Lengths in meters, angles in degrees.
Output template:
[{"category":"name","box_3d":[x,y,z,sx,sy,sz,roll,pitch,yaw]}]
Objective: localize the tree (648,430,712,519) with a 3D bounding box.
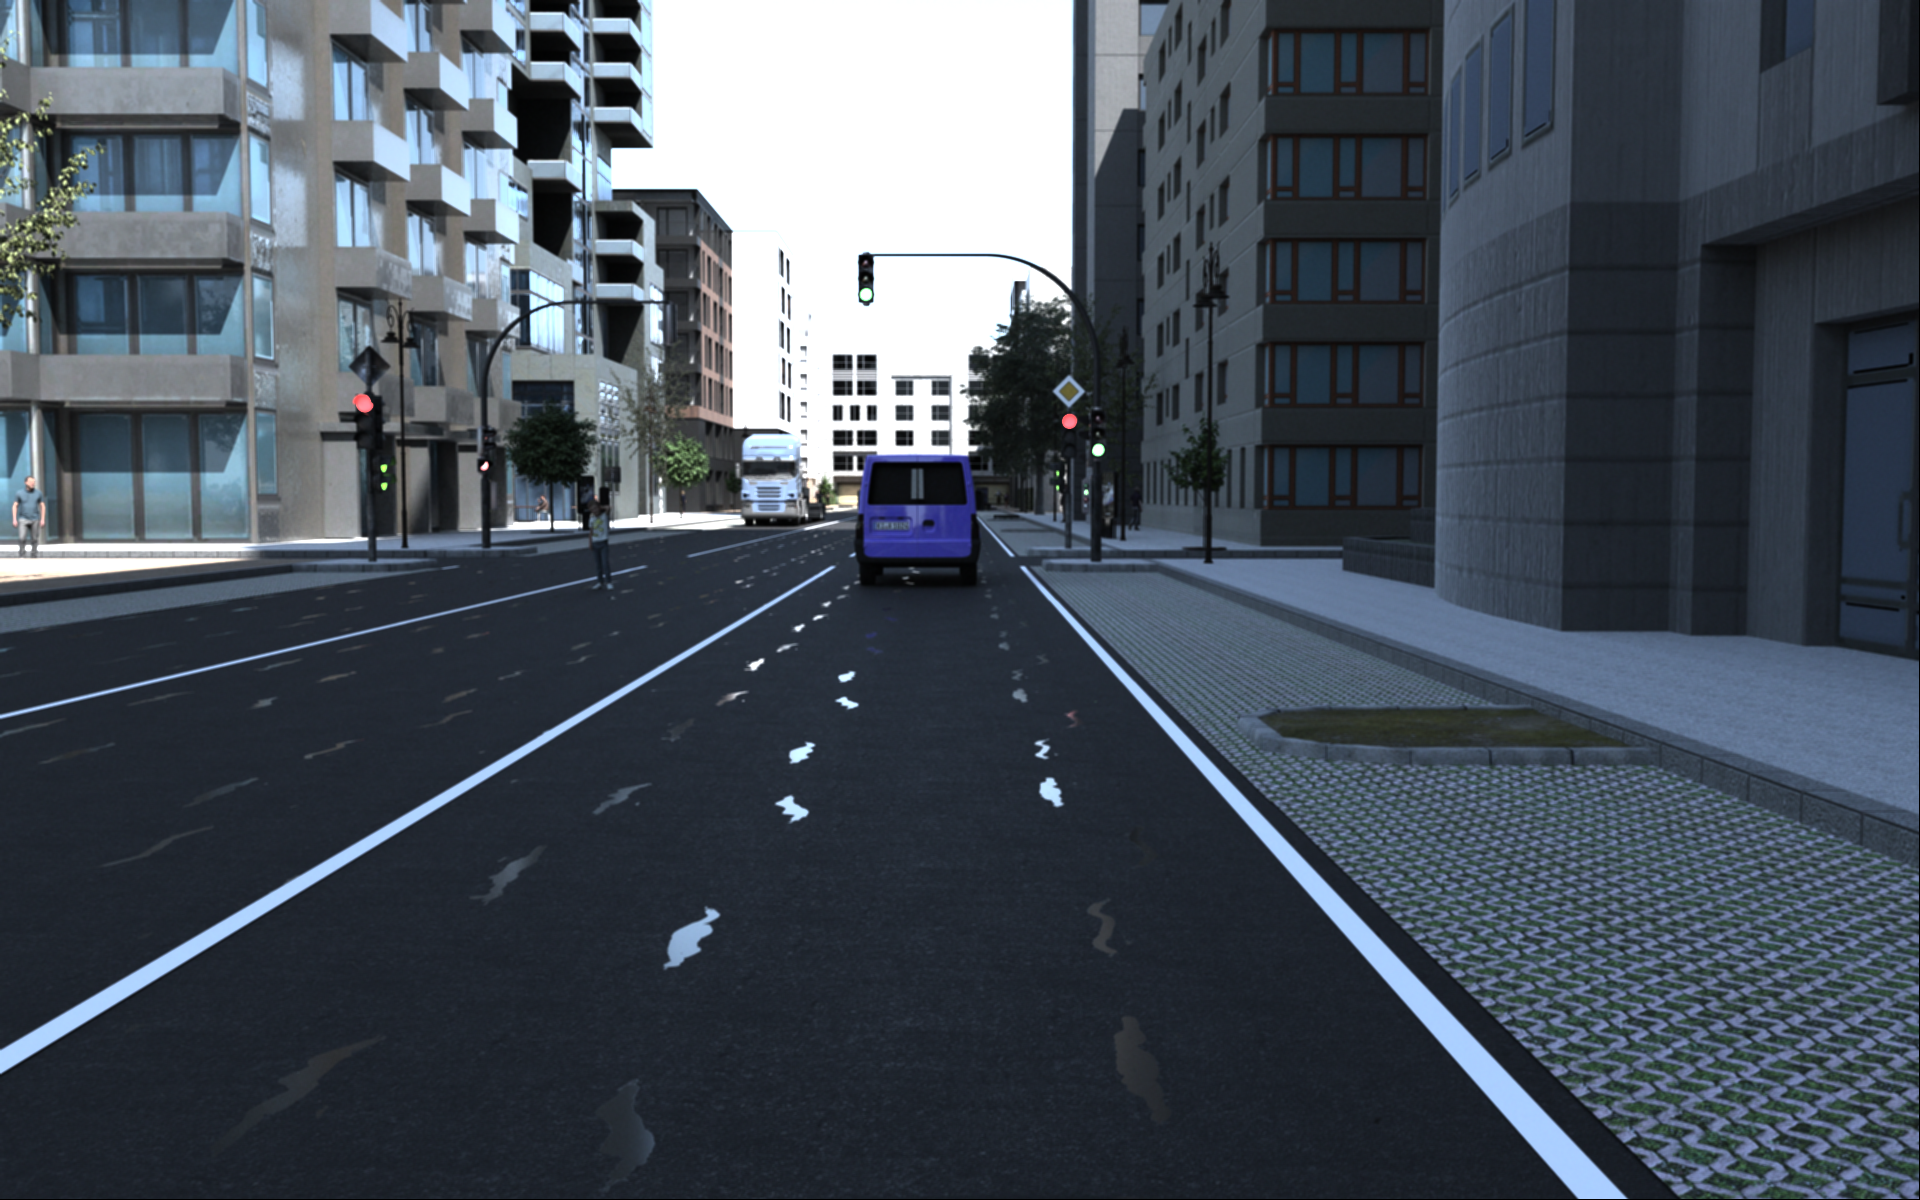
[{"category":"tree","box_3d":[-14.396,-6.452,89.207,4.285,4.588,4.351,0,3,0]}]

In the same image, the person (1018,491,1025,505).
[{"category":"person","box_3d":[4.787,-7.822,134.379,0.568,1.767,0.683,0,4,-5]}]

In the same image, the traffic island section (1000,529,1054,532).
[{"category":"traffic island section","box_3d":[2.520,-2.613,65.594,1.991,0.108,1.994,0,4,0]}]

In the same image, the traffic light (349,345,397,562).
[{"category":"traffic light","box_3d":[-11.142,-2.683,32.782,0.839,4.253,0.868,0,4,0]}]

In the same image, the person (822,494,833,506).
[{"category":"person","box_3d":[-13.697,-10.600,179.360,1.348,1.823,0.705,2,4,24]}]

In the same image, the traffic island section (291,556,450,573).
[{"category":"traffic island section","box_3d":[-11.182,-0.651,32.917,2.009,0.180,2.903,0,4,0]}]

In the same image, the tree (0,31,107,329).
[{"category":"tree","box_3d":[-13.848,-4.421,22.648,4.737,8.622,4.395,0,3,0]}]

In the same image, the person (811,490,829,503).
[{"category":"person","box_3d":[-9.702,-6.774,119.975,1.217,1.735,0.721,0,4,4]}]

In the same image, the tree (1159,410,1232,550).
[{"category":"tree","box_3d":[5.684,-2.779,40.033,1.663,3.219,1.824,0,3,0]}]

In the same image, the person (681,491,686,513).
[{"category":"person","box_3d":[-18.442,-6.509,115.003,0.613,1.512,0.480,3,5,44]}]

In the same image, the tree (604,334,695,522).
[{"category":"tree","box_3d":[-13.805,-7.836,78.476,4.360,8.622,3.978,0,3,0]}]

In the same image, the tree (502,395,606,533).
[{"category":"tree","box_3d":[-13.464,-4.508,57.427,4.285,4.588,4.351,0,3,0]}]

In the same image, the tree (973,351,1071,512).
[{"category":"tree","box_3d":[4.526,-12.033,122.494,9.928,11.665,9.643,0,3,0]}]

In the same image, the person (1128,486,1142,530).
[{"category":"person","box_3d":[6.165,-3.240,61.225,0.471,1.553,0.569,0,4,-6]}]

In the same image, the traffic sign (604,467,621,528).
[{"category":"traffic sign","box_3d":[-13.015,-3.840,64.919,0.606,2.300,0.079,0,4,2]}]

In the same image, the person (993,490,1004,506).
[{"category":"person","box_3d":[4.189,-10.977,186.240,1.217,1.736,0.721,-1,4,-9]}]

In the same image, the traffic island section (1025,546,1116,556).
[{"category":"traffic island section","box_3d":[2.580,-1.141,40.929,2.009,0.180,2.903,0,4,0]}]

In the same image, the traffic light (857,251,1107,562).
[{"category":"traffic light","box_3d":[0.467,-3.548,32.684,4.771,5.953,1.251,0,4,0]}]

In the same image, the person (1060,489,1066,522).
[{"category":"person","box_3d":[4.768,-4.406,78.639,0.434,1.755,0.990,2,4,34]}]

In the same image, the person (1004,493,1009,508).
[{"category":"person","box_3d":[4.387,-9.377,162.587,0.421,1.427,0.697,-1,4,-9]}]

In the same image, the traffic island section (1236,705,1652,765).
[{"category":"traffic island section","box_3d":[2.663,0.782,10.081,1.991,0.108,1.994,0,4,0]}]

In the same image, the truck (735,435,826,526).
[{"category":"truck","box_3d":[-8.408,-5.775,84.184,2.967,4.110,18.799,0,4,0]}]

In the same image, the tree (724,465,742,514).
[{"category":"tree","box_3d":[-14.690,-7.289,113.775,1.663,3.219,1.824,0,3,0]}]

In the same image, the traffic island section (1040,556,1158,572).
[{"category":"traffic island section","box_3d":[2.599,-0.652,32.944,2.009,0.180,2.903,0,4,0]}]

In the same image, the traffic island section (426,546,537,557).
[{"category":"traffic island section","box_3d":[-11.201,-1.139,40.902,2.009,0.180,2.903,0,4,0]}]

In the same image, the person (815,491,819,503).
[{"category":"person","box_3d":[-14.536,-10.402,177.584,0.593,1.643,0.415,-1,4,-17]}]

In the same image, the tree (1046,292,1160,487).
[{"category":"tree","box_3d":[5.032,-6.884,62.916,4.737,8.622,4.395,0,3,0]}]

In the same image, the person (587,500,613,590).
[{"category":"person","box_3d":[-5.395,-0.833,26.029,0.435,1.345,0.340,0,4,6]}]

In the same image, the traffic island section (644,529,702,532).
[{"category":"traffic island section","box_3d":[-10.933,-2.656,66.291,1.991,0.108,1.994,0,4,0]}]

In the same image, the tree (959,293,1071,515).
[{"category":"tree","box_3d":[4.871,-12.301,107.783,9.857,13.997,8.962,0,3,0]}]

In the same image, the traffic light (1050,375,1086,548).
[{"category":"traffic light","box_3d":[2.540,-3.174,40.815,0.839,4.253,0.868,0,4,0]}]

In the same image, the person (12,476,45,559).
[{"category":"person","box_3d":[-19.393,-1.678,36.066,0.598,1.807,0.434,-1,4,-20]}]
